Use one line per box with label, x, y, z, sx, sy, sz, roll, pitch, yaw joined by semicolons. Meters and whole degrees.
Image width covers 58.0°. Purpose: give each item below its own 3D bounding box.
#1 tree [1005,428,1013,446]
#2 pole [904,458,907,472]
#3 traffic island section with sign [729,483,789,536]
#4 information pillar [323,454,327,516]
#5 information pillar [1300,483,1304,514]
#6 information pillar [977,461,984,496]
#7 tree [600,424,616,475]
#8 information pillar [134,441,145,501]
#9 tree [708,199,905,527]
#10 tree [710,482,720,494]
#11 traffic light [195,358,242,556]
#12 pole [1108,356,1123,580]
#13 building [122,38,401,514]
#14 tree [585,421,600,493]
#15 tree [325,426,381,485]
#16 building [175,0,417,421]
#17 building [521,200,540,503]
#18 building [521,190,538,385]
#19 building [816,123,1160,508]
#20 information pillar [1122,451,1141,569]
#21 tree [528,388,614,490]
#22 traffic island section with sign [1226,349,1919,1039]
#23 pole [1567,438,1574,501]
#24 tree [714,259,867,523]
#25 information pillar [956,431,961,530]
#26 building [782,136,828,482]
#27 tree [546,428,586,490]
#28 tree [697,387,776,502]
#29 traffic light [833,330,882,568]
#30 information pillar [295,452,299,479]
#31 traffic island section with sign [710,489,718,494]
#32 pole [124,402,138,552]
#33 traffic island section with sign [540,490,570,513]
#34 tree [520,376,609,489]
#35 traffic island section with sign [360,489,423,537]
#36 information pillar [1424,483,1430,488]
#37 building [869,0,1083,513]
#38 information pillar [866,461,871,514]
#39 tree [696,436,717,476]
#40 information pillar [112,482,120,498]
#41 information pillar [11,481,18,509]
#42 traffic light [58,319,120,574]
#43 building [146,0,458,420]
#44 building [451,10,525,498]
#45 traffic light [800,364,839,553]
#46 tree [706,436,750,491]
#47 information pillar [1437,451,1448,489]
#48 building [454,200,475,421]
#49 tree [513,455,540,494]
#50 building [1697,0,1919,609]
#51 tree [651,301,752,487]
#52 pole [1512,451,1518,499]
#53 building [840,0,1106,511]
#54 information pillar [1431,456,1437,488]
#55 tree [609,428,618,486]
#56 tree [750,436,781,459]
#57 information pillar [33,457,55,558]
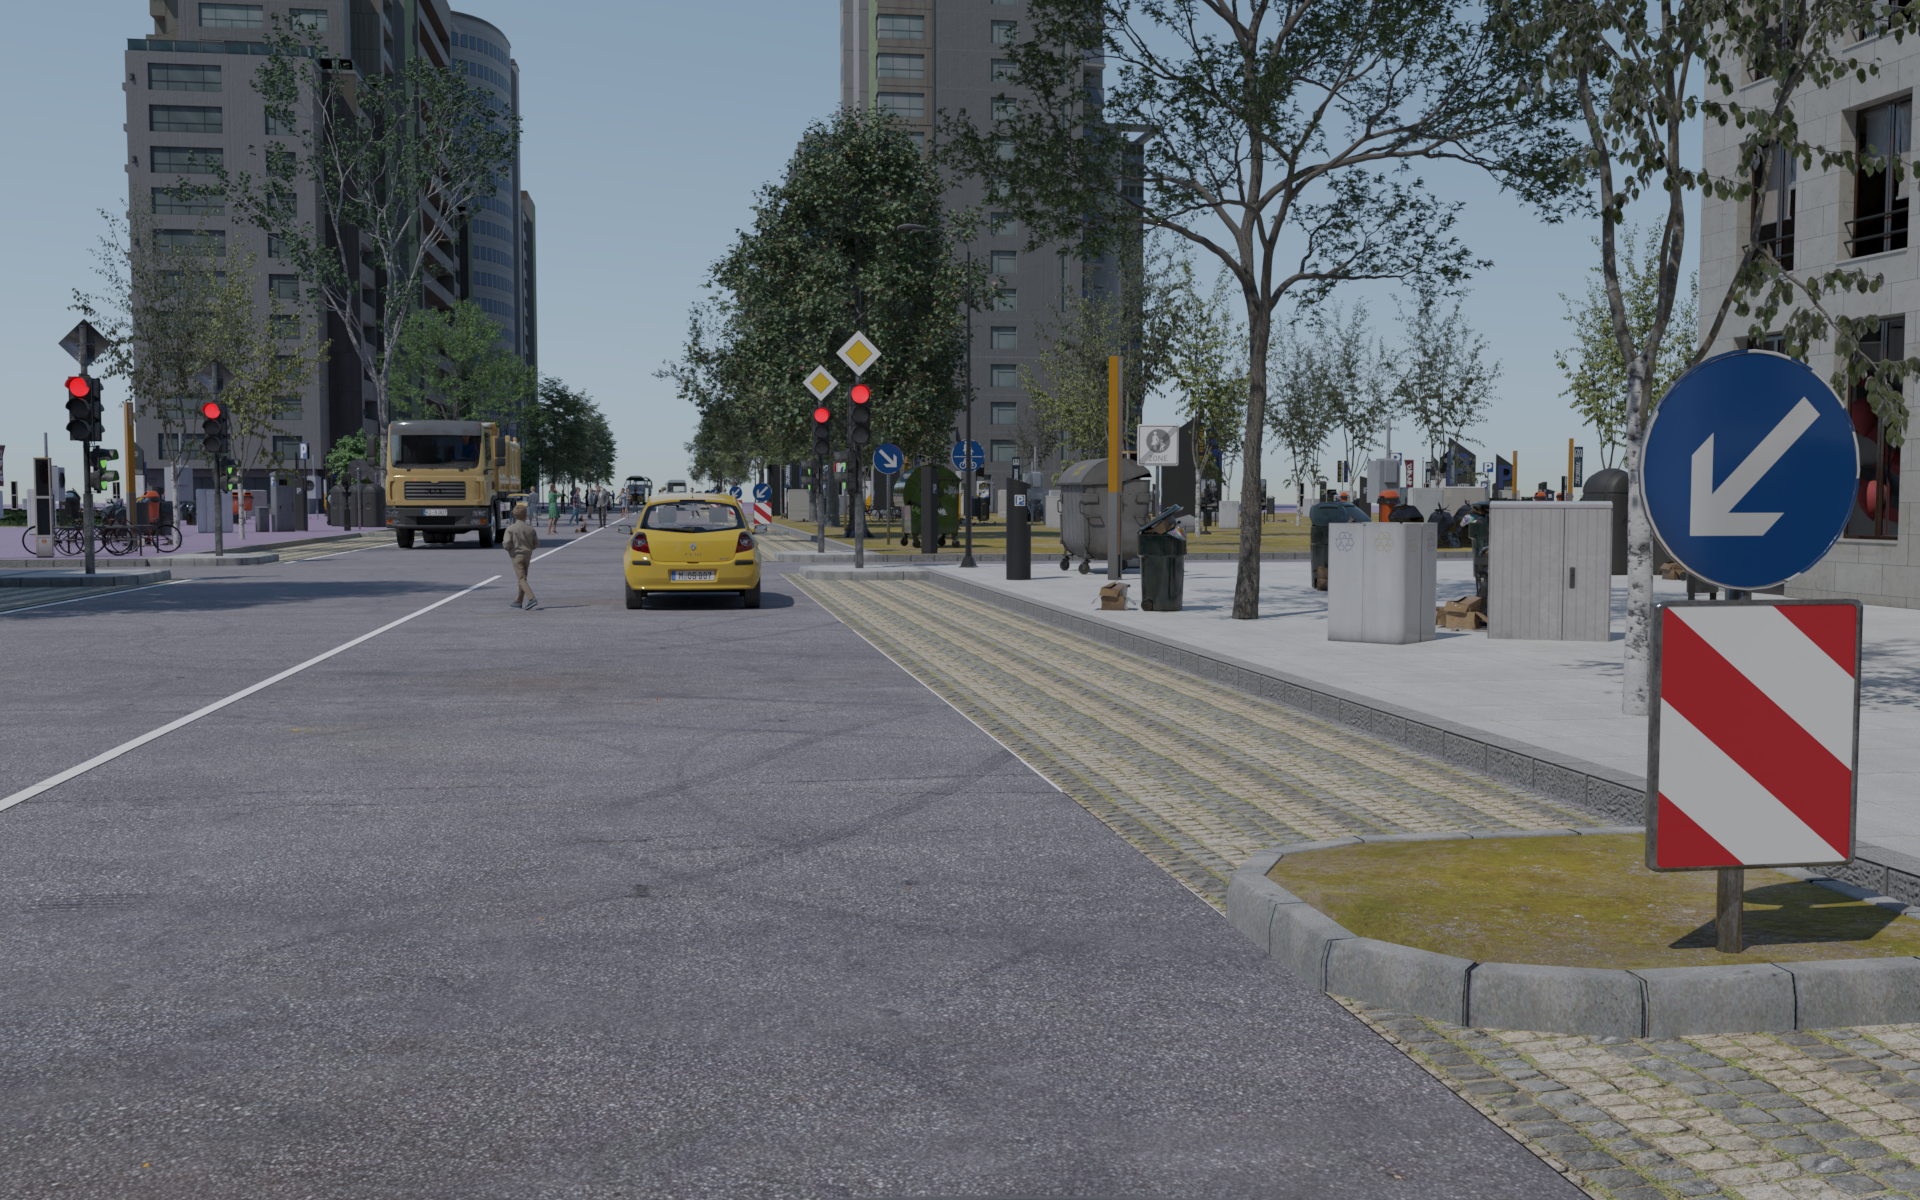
tree;5.062;-9.857;111.520;4.360;8.622;3.978;0;3;0
pole;-2.828;-5.879;89.972;0.158;3.312;0.155;0;3;0
traffic island section with sign;-7.026;-3.160;60.299;1.989;1.847;2.006;-1;4;-9
information pillar;-36.725;-6.657;100.193;0.183;3.616;0.504;-1;4;-14
information pillar;22.107;-6.576;112.008;0.304;2.012;0.304;0;4;8
information pillar;1.313;-7.195;108.985;0.504;3.616;0.183;0;4;7
tree;-50.510;-18.975;235.993;9.928;11.665;9.643;0;3;0
information pillar;-36.407;-5.227;76.816;0.504;3.616;0.183;1;4;13
tree;-4.999;-9.825;67.294;9.857;13.997;8.962;0;3;0
tree;-34.248;-15.296;244.687;1.663;3.219;1.824;0;3;0
traffic light;-15.295;-2.861;35.690;0.839;4.253;0.868;-1;4;-9
pole;2.309;-1.951;25.738;0.158;3.312;0.155;0;3;0
building;-45.578;-20.983;114.773;14.160;30.474;14.107;-1;4;-9
tree;-31.923;-11.891;120.167;9.928;11.665;9.643;0;3;0
tree;-28.914;-6.119;83.765;4.285;4.588;4.351;0;3;0
building;-48.486;-27.217;128.590;14.154;41.232;14.086;-1;4;-9
building;-64.548;-33.596;232.883;14.154;41.232;14.086;-1;4;-9
building;-67.965;-36.523;247.254;14.600;45.320;14.200;-1;4;-9
building;1.222;-29.310;171.094;32.217;40.220;23.993;-1;4;-9
information pillar;2.911;-1.551;29.851;0.304;2.012;0.304;-3;4;-36
tree;-46.232;-18.336;206.444;9.857;13.997;8.962;0;3;0
traffic island section with sign;1.943;0.191;5.509;1.989;1.847;2.006;-1;4;-9
pole;22.284;-4.244;63.227;0.158;3.312;0.155;0;3;0
tree;-6.957;-9.749;77.525;7.486;12.596;7.792;0;3;0
information pillar;-0.058;-4.321;62.007;0.183;3.616;0.504;-1;4;-13
building;-12.306;-37.516;232.993;23.786;49.044;30.456;-1;4;-9
tree;-40.404;-13.844;176.716;4.360;8.622;3.978;0;3;0
tree;-13.811;-11.239;118.168;8.767;10.594;7.601;0;4;-4
traffic light;-1.759;-2.502;29.823;0.839;4.253;0.868;-1;4;-9
information pillar;-36.891;-6.428;96.459;0.183;3.616;0.504;0;4;-8
traffic island section with sign;-11.379;-4.787;86.902;1.989;1.847;2.006;-1;4;-9
pole;-18.429;-2.730;38.481;0.158;3.312;0.155;0;3;0
traffic island section with sign;-31.412;-7.660;133.865;1.989;1.847;2.006;-1;4;-9
tree;-38.965;-15.250;167.460;7.486;12.596;7.792;0;3;0
traffic island section with sign;-19.032;-3.041;58.341;1.989;1.847;2.006;-1;4;-9
information pillar;31.406;-6.858;116.617;0.304;2.012;0.304;0;4;-5
building;0.407;-26.823;122.146;14.154;41.232;14.086;-1;4;-9
information pillar;-5.805;-7.246;109.823;0.183;3.616;0.504;-3;5;-40
tree;-35.847;-20.247;256.789;9.928;11.665;9.643;0;3;0
information pillar;-50.697;-6.092;104.101;0.304;2.012;0.304;1;4;13
information pillar;-53.464;-5.716;97.943;0.304;2.012;0.304;-1;4;-20
traffic light;-14.005;-2.379;27.810;0.839;4.253;0.868;-1;4;-9
building;-54.760;-31.908;145.390;21.300;48.544;21.600;-1;4;-9
building;-65.314;-40.908;210.841;21.231;58.520;28.212;-1;4;-9
traffic light;-3.049;-2.984;37.704;0.839;4.253;0.868;-1;4;-9
tree;-20.117;-12.505;154.813;4.360;8.622;3.978;0;3;0
information pillar;25.768;-6.162;92.104;0.504;3.616;0.183;1;4;23
building;-54.101;-24.035;164.677;14.160;30.474;14.107;-1;4;-9
tree;-35.899;-9.662;141.688;4.285;4.588;4.351;0;3;0
building;16.398;-9.827;15.427;10.420;20.320;16.860;-1;4;-9
tree;-23.856;-19.315;171.681;12.611;20.169;13.585;0;3;0
pole;26.089;-5.359;81.471;0.158;3.312;0.155;0;3;0
building;0.634;-36.800;143.680;21.231;58.520;28.212;-1;4;-9
information pillar;28.295;-6.847;103.307;0.504;3.616;0.183;3;5;42
tree;-54.189;-20.770;257.709;7.486;12.596;7.792;0;3;0
tree;-11.572;-9.722;109.313;4.737;8.622;4.395;0;3;0
information pillar;-18.409;-1.854;34.805;0.304;2.012;0.304;-1;4;-22
